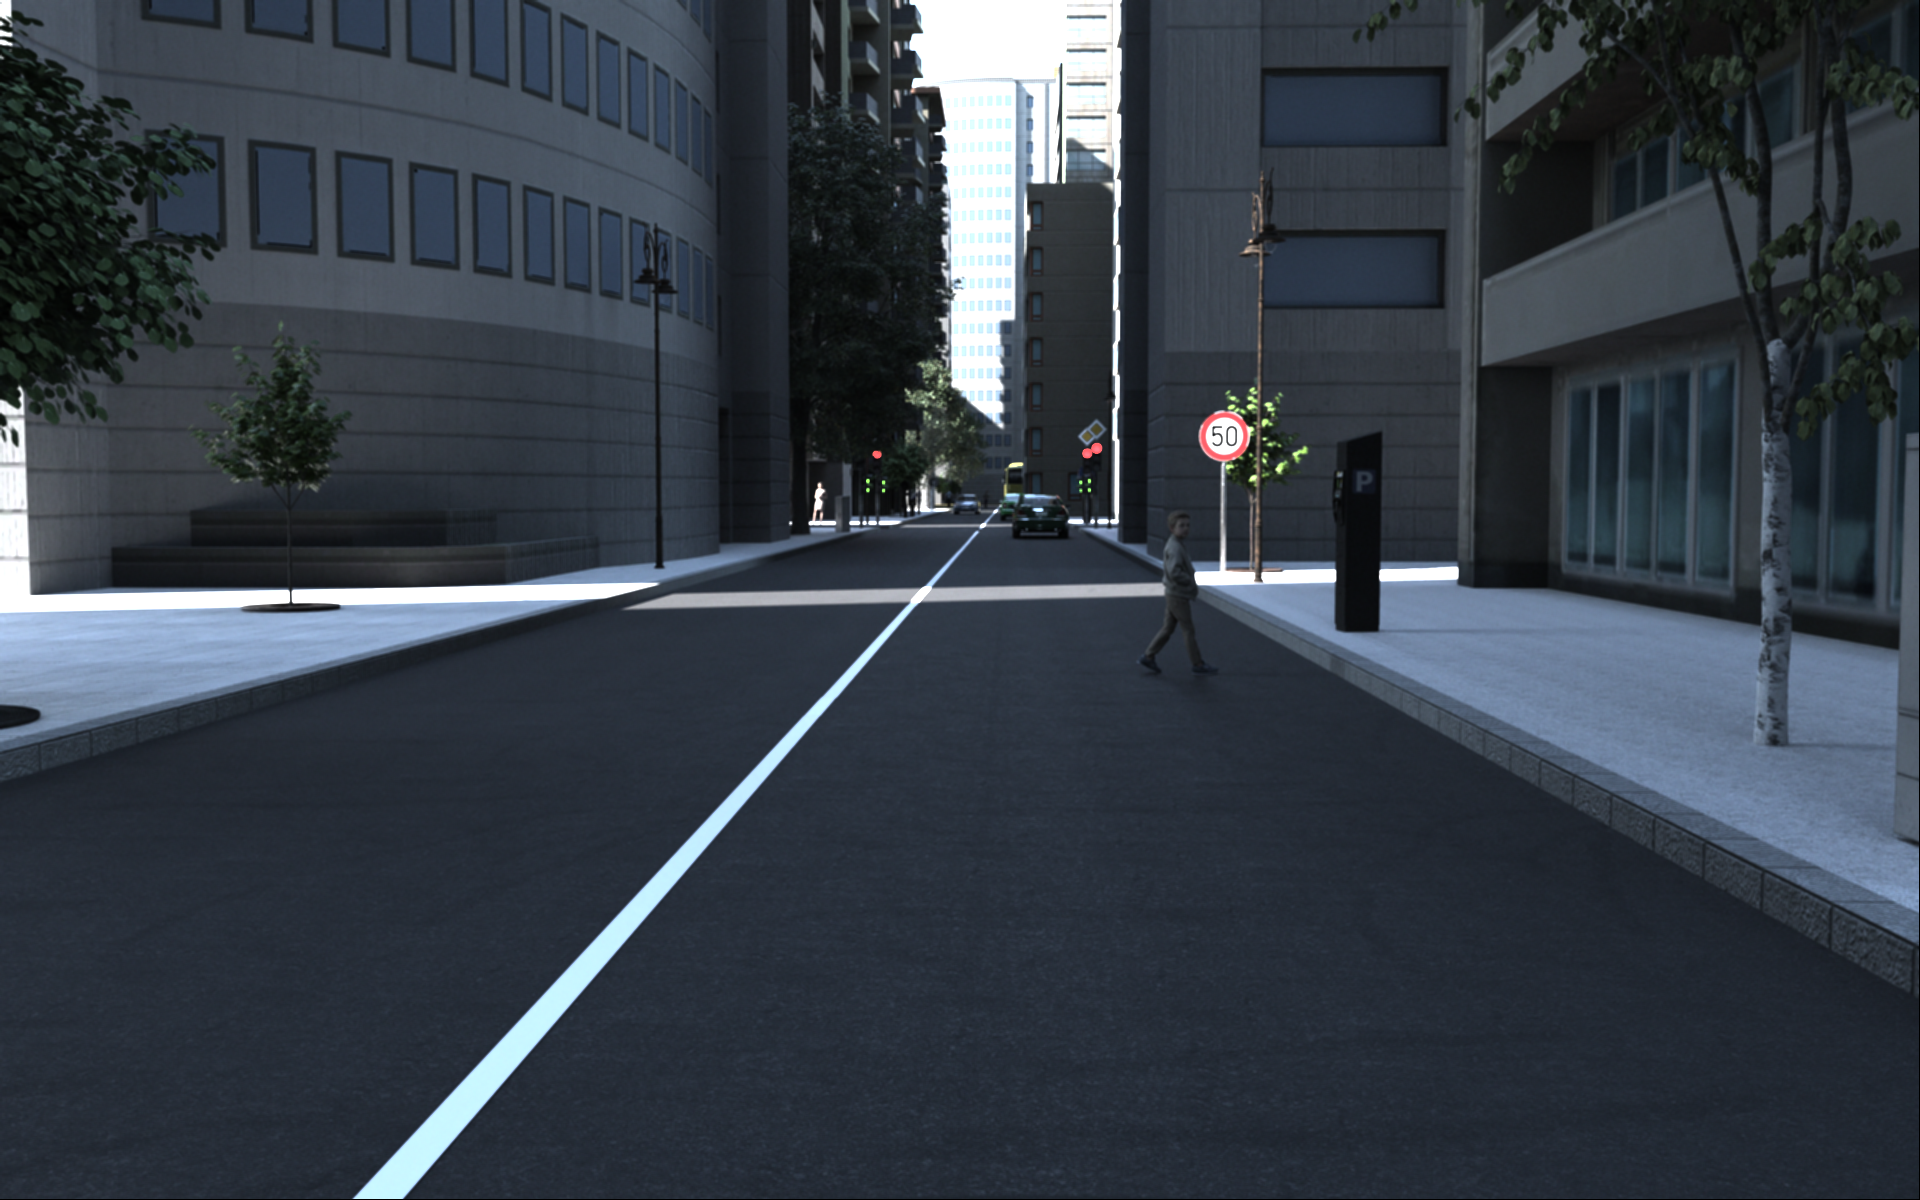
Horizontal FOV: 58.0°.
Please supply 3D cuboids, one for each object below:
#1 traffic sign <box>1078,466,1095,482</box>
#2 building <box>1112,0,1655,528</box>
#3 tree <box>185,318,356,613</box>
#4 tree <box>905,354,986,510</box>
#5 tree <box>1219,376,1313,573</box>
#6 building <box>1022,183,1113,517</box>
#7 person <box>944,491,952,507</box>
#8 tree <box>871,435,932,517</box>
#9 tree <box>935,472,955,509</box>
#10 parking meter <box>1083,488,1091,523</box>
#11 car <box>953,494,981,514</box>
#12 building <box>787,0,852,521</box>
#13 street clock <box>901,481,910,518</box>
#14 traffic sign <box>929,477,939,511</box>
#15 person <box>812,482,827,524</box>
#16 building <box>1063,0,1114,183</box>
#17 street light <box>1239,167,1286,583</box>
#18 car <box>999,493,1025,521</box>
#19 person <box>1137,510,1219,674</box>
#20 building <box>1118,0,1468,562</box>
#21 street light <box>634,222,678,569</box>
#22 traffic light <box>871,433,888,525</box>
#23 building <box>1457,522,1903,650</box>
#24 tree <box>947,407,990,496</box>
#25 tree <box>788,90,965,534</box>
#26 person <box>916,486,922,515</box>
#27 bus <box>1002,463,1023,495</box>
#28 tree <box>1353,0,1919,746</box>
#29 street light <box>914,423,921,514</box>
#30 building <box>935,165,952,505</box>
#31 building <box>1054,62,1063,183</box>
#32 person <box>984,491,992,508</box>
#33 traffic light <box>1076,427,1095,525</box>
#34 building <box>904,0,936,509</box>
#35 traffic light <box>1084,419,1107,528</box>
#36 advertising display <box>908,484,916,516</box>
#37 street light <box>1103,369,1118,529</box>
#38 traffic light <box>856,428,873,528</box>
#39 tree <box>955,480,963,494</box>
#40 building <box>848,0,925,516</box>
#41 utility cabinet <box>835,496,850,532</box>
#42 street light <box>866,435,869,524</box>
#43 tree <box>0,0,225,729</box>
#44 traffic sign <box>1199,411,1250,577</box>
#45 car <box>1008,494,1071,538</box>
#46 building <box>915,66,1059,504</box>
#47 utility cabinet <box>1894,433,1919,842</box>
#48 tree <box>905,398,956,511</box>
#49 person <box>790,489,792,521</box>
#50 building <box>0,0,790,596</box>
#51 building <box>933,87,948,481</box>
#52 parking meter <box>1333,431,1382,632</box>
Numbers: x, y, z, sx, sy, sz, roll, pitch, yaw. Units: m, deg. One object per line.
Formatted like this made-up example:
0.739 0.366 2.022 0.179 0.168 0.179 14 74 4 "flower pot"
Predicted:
5.503 -4.583 75.032 0.768 2.556 0.104 1 4 10 "traffic sign"
18.027 -27.990 81.340 21.600 48.544 21.300 0 4 2 "building"
-7.471 -1.509 19.282 1.663 3.219 1.824 0 3 0 "tree"
-2.646 -13.773 142.203 9.611 12.733 9.660 0 3 0 "tree"
4.933 -2.068 28.421 1.663 3.219 1.824 0 3 0 "tree"
17.929 -16.241 110.572 27.650 21.520 28.899 0 4 2 "building"
-1.116 -9.883 167.616 0.705 1.826 1.348 2 4 29 "person"
-3.255 -6.874 96.109 4.285 4.588 4.351 0 3 0 "tree"
-1.590 -9.515 150.165 1.663 3.219 1.824 0 3 0 "tree"
5.674 -4.217 77.352 0.372 1.533 0.369 0 3 0 "parking meter"
0.520 -6.816 123.438 2.014 1.417 4.499 0 4 3 "car"
-12.896 -19.062 83.367 14.160 30.474 14.107 0 4 2 "building"
-2.935 -5.425 93.275 0.471 2.002 0.358 1 4 22 "street clock"
-1.927 -7.847 128.408 0.768 2.556 0.104 0 4 6 "traffic sign"
-5.976 -4.108 73.549 0.599 1.781 0.374 1 4 16 "person"
15.289 -27.920 140.083 14.154 41.232 14.086 0 4 2 "building"
4.329 -3.191 24.965 0.468 5.910 1.993 0 4 2 "street light"
3.107 -5.226 94.239 1.959 1.807 4.718 0 4 2 "car"
1.735 -0.064 13.827 0.640 1.303 0.475 0 4 -4 "person"
14.764 -30.752 44.801 21.231 58.520 28.212 0 4 2 "building"
-5.185 -3.481 29.703 0.468 5.910 1.993 0 4 2 "street light"
-3.452 -5.137 72.905 0.839 4.253 0.868 0 4 2 "traffic light"
17.355 -23.760 12.170 21.300 48.544 21.600 0 4 2 "building"
-0.187 -17.019 204.018 9.928 11.665 9.643 0 3 0 "tree"
-5.004 -9.069 54.929 9.857 13.997 8.962 0 3 0 "tree"
-2.546 -6.096 106.055 0.374 1.781 0.599 1 4 19 "person"
4.863 -8.954 137.948 2.896 3.916 12.252 0 4 1 "bus"
3.930 -3.560 8.569 4.737 8.622 4.395 0 3 0 "tree"
-2.722 -8.577 113.015 0.468 5.910 1.993 0 4 2 "street light"
-8.032 -32.605 216.681 14.086 41.232 14.154 0 4 2 "building"
21.039 -34.452 186.988 21.300 48.544 21.600 0 4 2 "building"
2.858 -10.394 178.979 0.750 1.759 0.617 -2 4 -25 "person"
5.306 -5.122 72.664 0.839 4.253 0.868 0 4 2 "traffic light"
-12.703 -43.979 157.314 20.563 71.187 20.611 0 4 2 "building"
5.071 -4.634 64.682 0.839 4.253 0.868 0 4 2 "traffic light"
-2.756 -5.793 99.932 0.123 1.923 0.974 1 4 22 "advertising display"
5.552 -5.590 64.177 0.468 5.910 1.993 0 4 2 "street light"
-3.687 -4.649 64.924 0.839 4.253 0.868 0 4 2 "traffic light"
-0.495 -11.534 183.178 1.663 3.219 1.824 0 3 0 "tree"
-13.699 -27.998 112.400 22.147 44.769 28.867 0 4 2 "building"
-3.980 -2.901 58.591 0.306 1.237 1.020 -1 4 -18 "utility cabinet"
-3.956 -6.182 73.860 0.468 5.910 1.993 0 4 2 "street light"
-5.996 -1.578 9.509 4.285 4.588 4.351 0 3 0 "tree"
4.062 -1.626 26.691 0.768 2.556 0.104 0 4 3 "traffic sign"
2.652 -2.800 57.575 2.131 1.459 4.920 0 4 1 "car"
5.651 -42.818 242.074 28.212 58.520 21.231 0 4 2 "building"
3.627 0.175 5.820 0.318 1.500 1.173 0 4 1 "utility cabinet"
-2.436 -11.137 132.458 4.360 8.622 3.978 0 3 0 "tree"
-6.959 -4.065 72.475 0.822 1.834 0.622 -2 4 -33 "person"
-15.754 -30.096 34.067 21.231 58.520 28.212 0 4 2 "building"
-12.642 -32.362 183.748 22.147 44.769 28.867 0 4 2 "building"
3.703 -0.639 16.164 0.399 1.863 0.255 -1 4 -8 "parking meter"
